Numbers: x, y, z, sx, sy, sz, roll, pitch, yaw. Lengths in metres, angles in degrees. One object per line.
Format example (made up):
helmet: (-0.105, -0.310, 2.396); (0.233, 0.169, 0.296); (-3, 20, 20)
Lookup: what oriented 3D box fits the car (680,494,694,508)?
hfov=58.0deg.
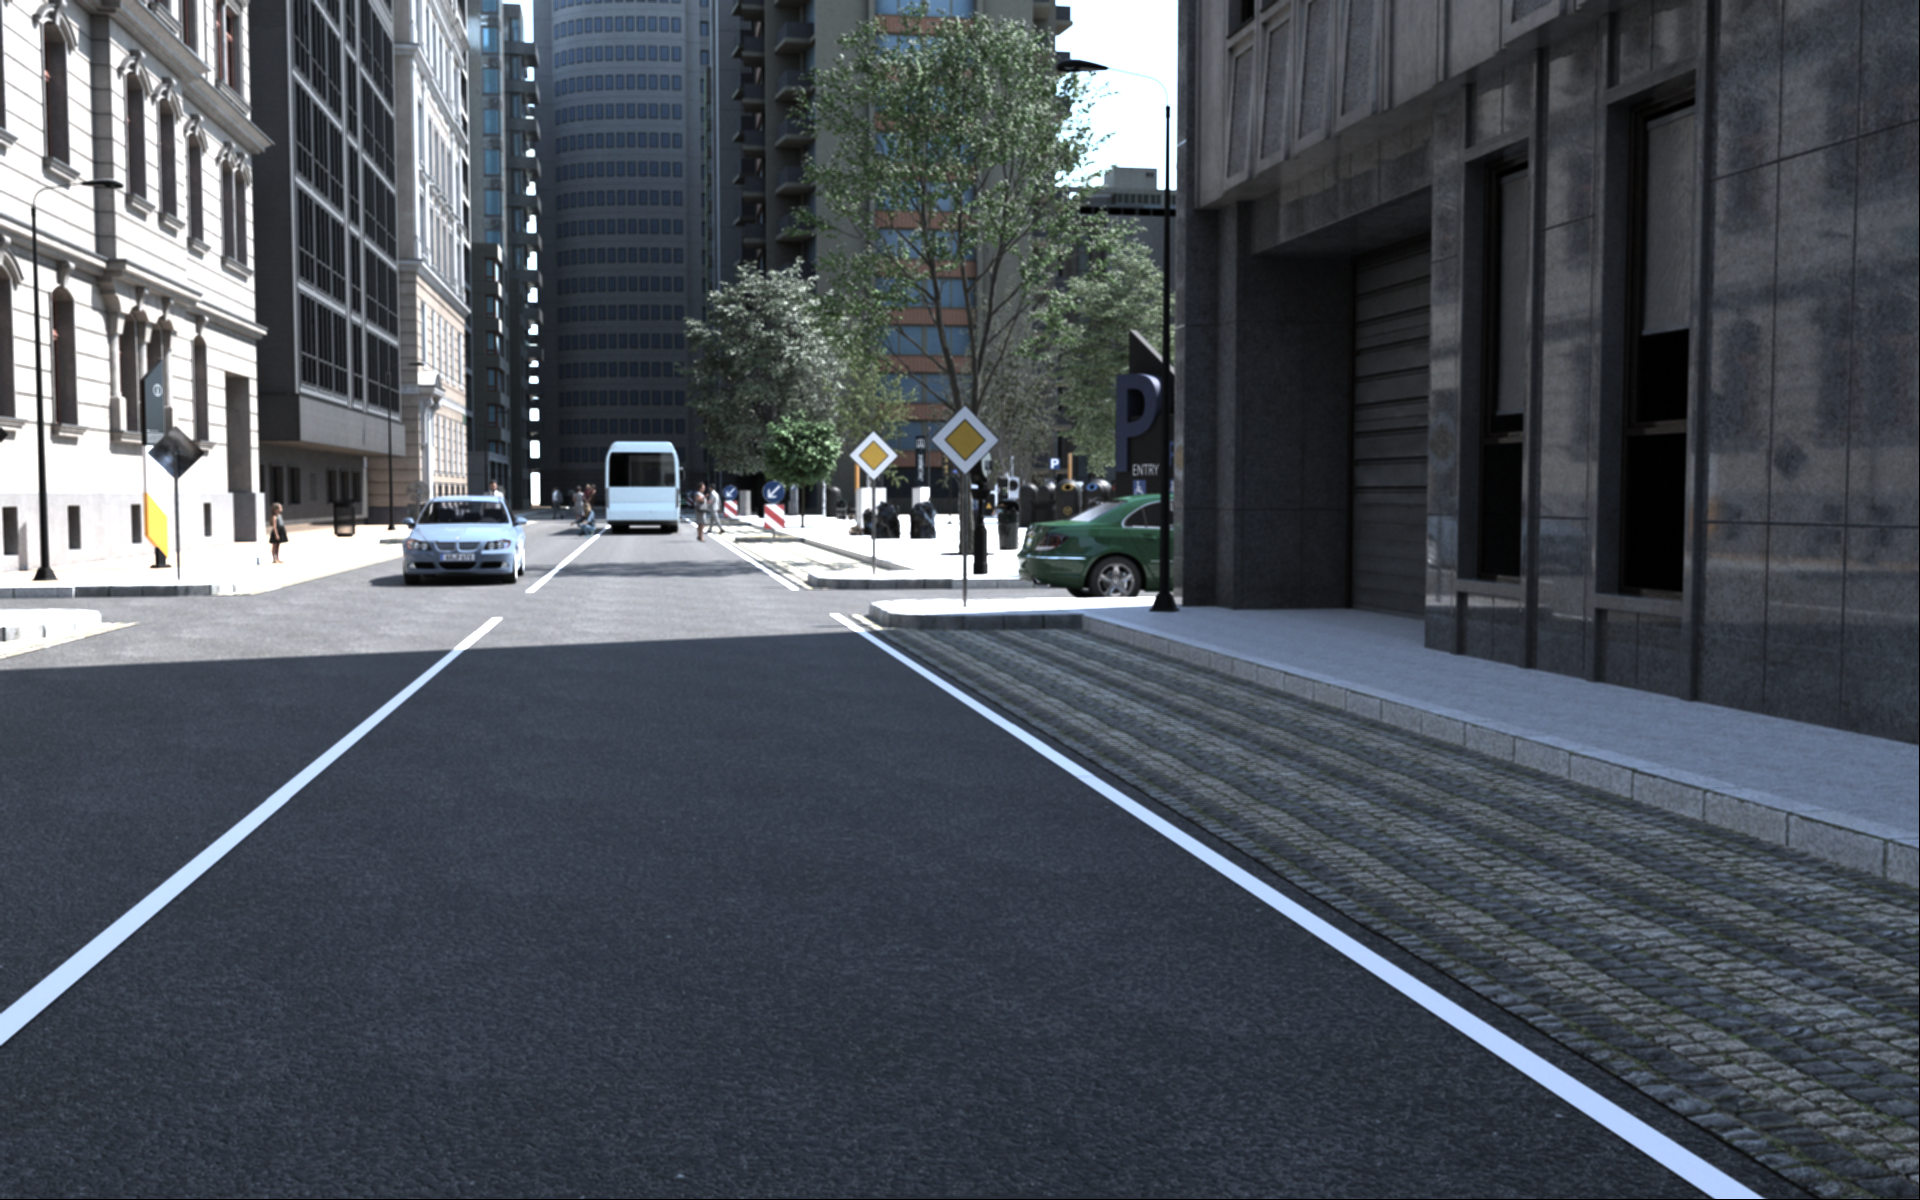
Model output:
car: (-26.166, -9.504, 164.183); (1.959, 1.807, 4.718); (-1, 4, -10)

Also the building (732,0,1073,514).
building: (-4.565, -28.588, 122.039); (22.147, 44.769, 28.867); (-1, 4, -10)

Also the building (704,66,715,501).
building: (-17.960, -29.781, 170.513); (14.154, 41.232, 14.086); (-1, 4, -10)

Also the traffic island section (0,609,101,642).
traffic island section: (-10.154, 0.277, 17.750); (2.009, 0.180, 2.903); (-1, 4, -10)

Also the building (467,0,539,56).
building: (-54.257, -32.974, 158.740); (30.456, 49.044, 23.786); (-1, 4, -10)

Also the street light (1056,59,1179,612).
street light: (1.712, -2.827, 18.763); (1.470, 5.913, 1.316); (-1, 4, -10)

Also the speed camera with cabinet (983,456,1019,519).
speed camera with cabinet: (2.042, -5.858, 90.107); (2.038, 3.252, 0.660); (0, 4, -4)

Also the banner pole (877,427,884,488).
banner pole: (-3.007, -4.603, 65.276); (0.401, 3.779, 0.863); (-1, 4, -19)

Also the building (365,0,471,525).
building: (-30.240, -17.973, 79.758); (13.634, 28.700, 20.117); (-1, 4, -10)

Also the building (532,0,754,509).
building: (-32.694, -39.838, 193.344); (28.212, 58.520, 21.231); (-1, 4, -10)

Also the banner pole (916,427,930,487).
banner pole: (-1.357, -4.599, 65.214); (0.863, 3.779, 0.401); (3, 4, 37)

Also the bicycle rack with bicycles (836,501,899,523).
bicycle rack with bicycles: (-4.116, -3.939, 77.777); (2.852, 0.926, 2.925); (2, 4, 34)

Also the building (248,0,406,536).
building: (-27.645, -16.169, 57.874); (14.314, 27.812, 24.014); (-1, 4, -10)

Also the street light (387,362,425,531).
street light: (-19.508, -5.410, 60.996); (1.470, 5.913, 1.316); (-1, 4, -10)

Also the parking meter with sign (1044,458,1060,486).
parking meter with sign: (4.415, -5.390, 84.384); (0.543, 3.016, 1.738); (-1, 4, -10)

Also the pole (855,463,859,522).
pole: (-4.706, -5.219, 79.167); (0.158, 3.312, 0.155); (0, 3, 0)

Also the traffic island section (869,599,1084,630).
traffic island section: (0.074, 0.165, 19.583); (2.009, 0.180, 2.903); (-1, 4, -10)

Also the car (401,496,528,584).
car: (-8.279, -1.046, 29.111); (2.014, 1.417, 4.499); (-1, 4, -12)

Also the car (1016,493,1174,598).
car: (3.211, -0.692, 23.117); (4.920, 1.459, 2.131); (-1, 4, -8)

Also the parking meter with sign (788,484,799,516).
parking meter with sign: (-9.766, -6.449, 101.696); (0.543, 3.016, 1.738); (0, 4, 4)

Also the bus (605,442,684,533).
bus: (-12.245, -4.449, 67.598); (2.948, 3.499, 13.247); (-1, 4, -9)

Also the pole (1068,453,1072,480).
pole: (5.438, -5.620, 85.726); (0.158, 3.312, 0.155); (0, 3, 0)

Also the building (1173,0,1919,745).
building: (10.142, -11.782, 10.656); (12.078, 24.808, 19.932); (-1, 4, -10)

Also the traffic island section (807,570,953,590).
traffic island section: (-1.343, -0.316, 27.442); (2.009, 0.180, 2.903); (-1, 4, -10)

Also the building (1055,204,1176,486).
building: (15.693, -24.762, 176.554); (14.107, 30.474, 14.160); (-1, 4, -10)

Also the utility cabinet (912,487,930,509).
utility cabinet: (-1.273, -2.891, 55.952); (0.318, 1.500, 1.173); (1, 4, 13)

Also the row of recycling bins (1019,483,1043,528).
row of recycling bins: (3.800, -3.583, 65.687); (3.534, 1.692, 1.069); (2, 4, 30)

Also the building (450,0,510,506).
building: (-38.988, -40.843, 106.033); (20.563, 71.187, 20.611); (-1, 4, -10)

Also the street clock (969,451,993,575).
street clock: (0.328, -1.409, 27.605); (0.358, 2.002, 0.471); (2, 4, 24)

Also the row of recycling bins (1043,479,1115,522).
row of recycling bins: (4.128, -2.474, 47.558); (3.534, 1.692, 1.069); (2, 4, 35)

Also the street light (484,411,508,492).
street light: (-25.929, -7.596, 96.732); (1.470, 5.913, 1.316); (-1, 4, -10)

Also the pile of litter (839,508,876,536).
pile of litter: (-2.965, -2.429, 53.675); (1.719, 0.858, 1.176); (-1, 4, -19)

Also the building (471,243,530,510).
building: (-47.966, -17.515, 131.402); (27.650, 21.520, 28.899); (-1, 4, -10)

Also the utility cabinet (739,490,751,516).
utility cabinet: (-12.176, -5.478, 98.237); (0.318, 1.500, 1.173); (-2, 4, -26)

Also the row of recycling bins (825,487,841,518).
row of recycling bins: (-7.144, -5.459, 96.363); (1.069, 1.692, 3.534); (0, 4, -5)

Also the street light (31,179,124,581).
street light: (-13.032, -3.245, 25.599); (1.470, 5.913, 1.316); (-1, 4, -10)

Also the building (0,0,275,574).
building: (-23.067, -15.102, 34.306); (14.401, 28.519, 23.554); (-1, 4, -10)

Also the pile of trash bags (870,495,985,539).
pile of trash bags: (-0.955, -2.457, 49.916); (3.447, 1.369, 1.912); (1, 4, 16)

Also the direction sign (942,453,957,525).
direction sign: (-0.425, -4.940, 72.769); (0.379, 3.537, 0.876); (3, 5, 45)

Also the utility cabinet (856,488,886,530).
utility cabinet: (-3.132, -3.194, 60.907); (1.173, 1.500, 0.318); (-3, 5, -45)

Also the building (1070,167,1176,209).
building: (20.806, -31.596, 208.481); (23.993, 40.220, 32.217); (-1, 4, -10)
